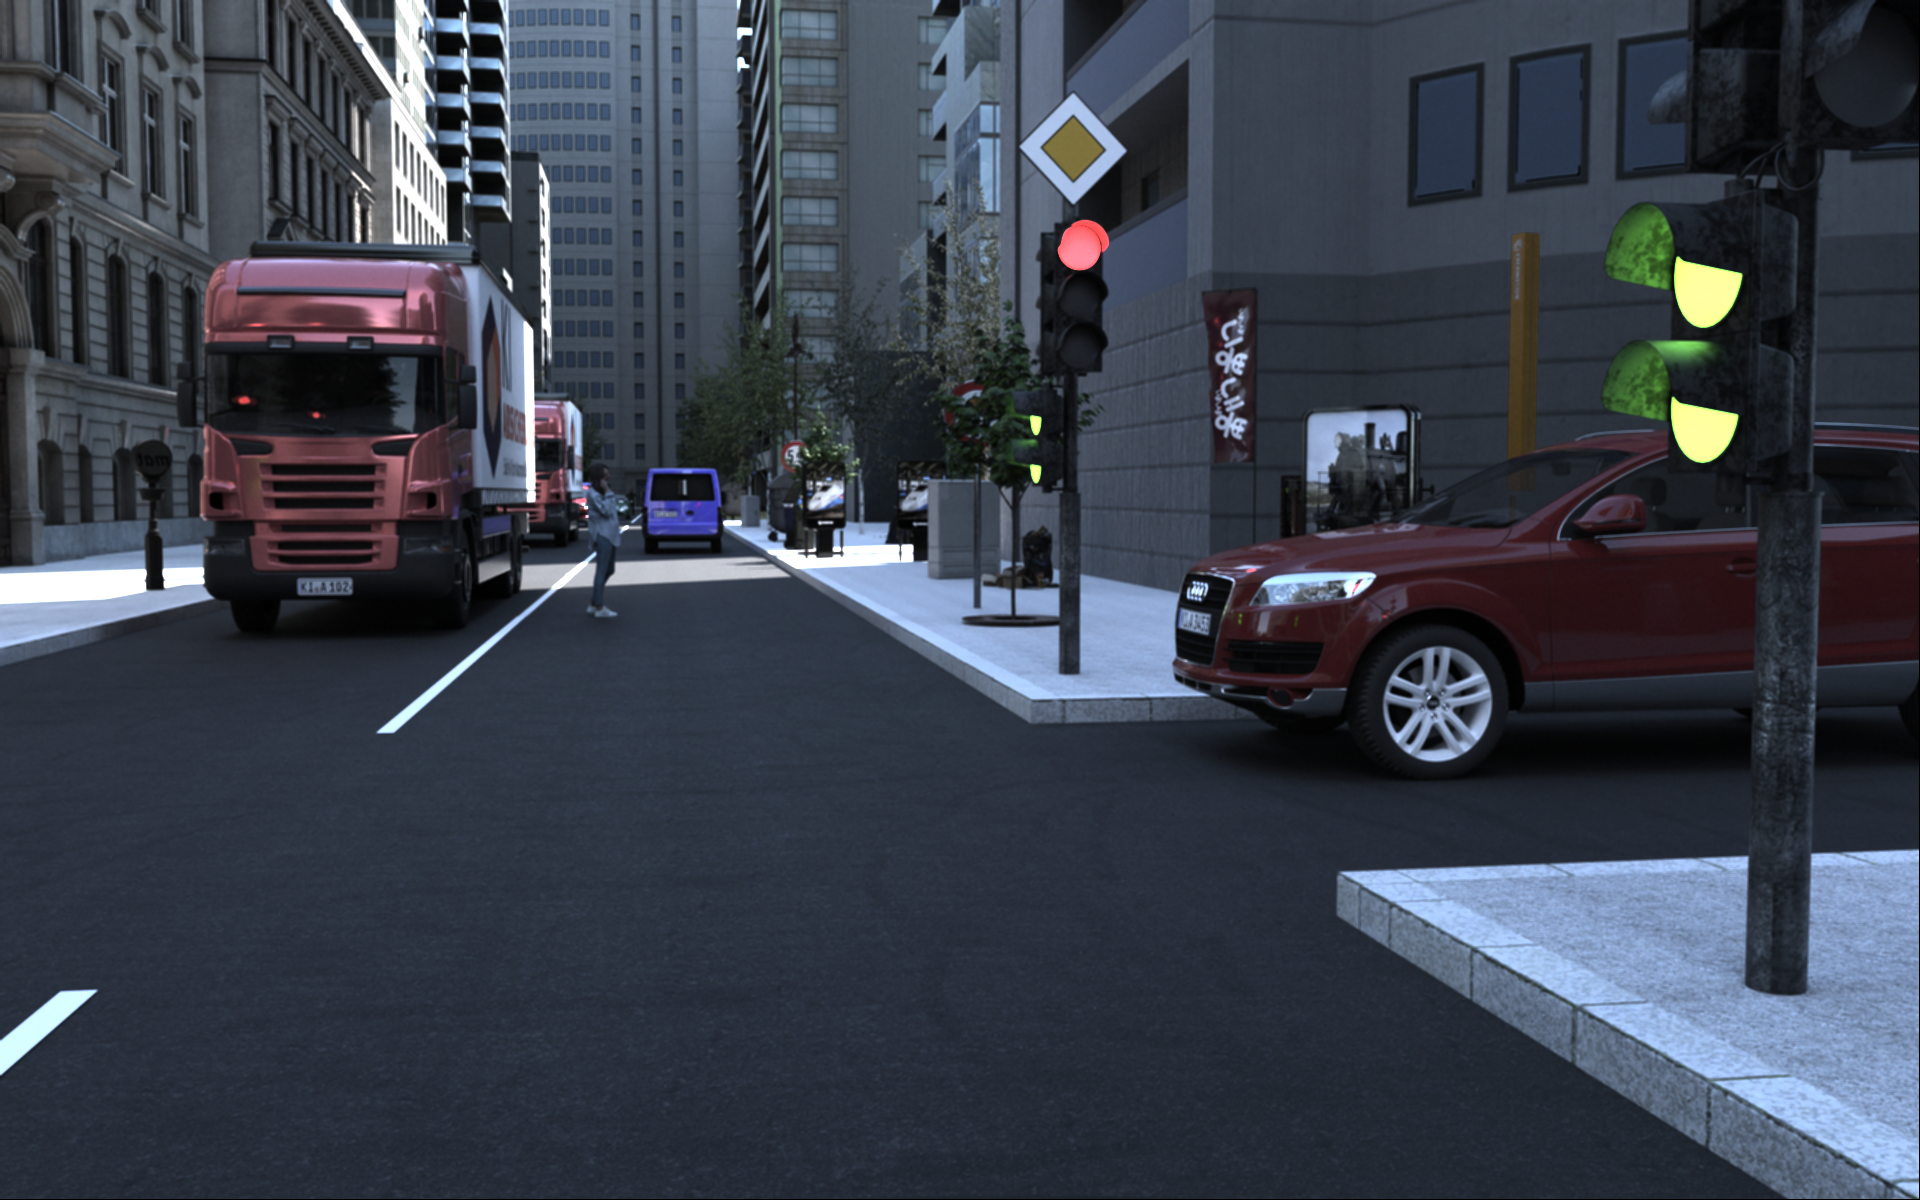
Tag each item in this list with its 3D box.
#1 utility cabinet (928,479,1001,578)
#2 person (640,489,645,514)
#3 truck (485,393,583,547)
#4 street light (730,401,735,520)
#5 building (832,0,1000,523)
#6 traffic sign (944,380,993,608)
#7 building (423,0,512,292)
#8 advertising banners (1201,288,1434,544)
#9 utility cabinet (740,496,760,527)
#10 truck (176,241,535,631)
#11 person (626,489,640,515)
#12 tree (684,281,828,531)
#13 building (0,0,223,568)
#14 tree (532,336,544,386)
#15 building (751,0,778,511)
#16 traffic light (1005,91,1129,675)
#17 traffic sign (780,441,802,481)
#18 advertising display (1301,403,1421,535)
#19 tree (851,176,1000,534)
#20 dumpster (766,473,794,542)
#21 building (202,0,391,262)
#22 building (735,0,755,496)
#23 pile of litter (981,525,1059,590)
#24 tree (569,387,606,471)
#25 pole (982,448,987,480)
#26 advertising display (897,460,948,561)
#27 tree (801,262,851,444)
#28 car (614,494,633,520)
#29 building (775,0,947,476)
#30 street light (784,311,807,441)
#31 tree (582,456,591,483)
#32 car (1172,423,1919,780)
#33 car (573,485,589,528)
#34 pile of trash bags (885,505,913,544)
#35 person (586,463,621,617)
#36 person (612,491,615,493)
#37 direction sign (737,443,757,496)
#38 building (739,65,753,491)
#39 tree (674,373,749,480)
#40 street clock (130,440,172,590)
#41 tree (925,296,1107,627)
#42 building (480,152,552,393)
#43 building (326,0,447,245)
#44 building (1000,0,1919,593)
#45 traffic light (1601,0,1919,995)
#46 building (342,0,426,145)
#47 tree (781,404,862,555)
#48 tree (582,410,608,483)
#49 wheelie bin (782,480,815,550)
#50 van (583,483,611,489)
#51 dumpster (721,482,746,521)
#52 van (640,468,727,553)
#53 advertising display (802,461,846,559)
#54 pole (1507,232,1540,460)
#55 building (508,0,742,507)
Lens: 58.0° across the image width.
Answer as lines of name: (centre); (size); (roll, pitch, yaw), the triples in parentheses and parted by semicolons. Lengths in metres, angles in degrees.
utility cabinet: (0.076, -1.088, 26.462); (1.173, 1.500, 0.318); (-3, 4, -37)
person: (-22.140, -6.882, 121.534); (0.721, 1.766, 1.217); (-1, 4, -19)
truck: (-12.413, -3.747, 50.178); (2.839, 4.237, 11.283); (-1, 4, -10)
street light: (-11.295, -6.920, 85.922); (0.468, 5.910, 1.993); (-1, 4, -10)
building: (7.099, -46.446, 72.056); (22.319, 86.520, 31.000); (-1, 4, -10)
traffic sign: (0.196, -1.181, 19.419); (0.768, 2.556, 0.104); (0, 4, -7)
building: (-42.129, -49.420, 120.695); (22.319, 86.520, 31.000); (-1, 4, -10)
advertising banners: (2.935, -1.117, 14.451); (2.074, 3.025, 0.090); (2, 4, 35)
utility cabinet: (-8.132, -3.432, 67.269); (0.306, 1.237, 1.020); (2, 4, 24)
truck: (-6.995, -2.002, 21.640); (2.839, 4.237, 11.283); (-1, 4, -9)
person: (-22.273, -6.648, 117.332); (1.348, 1.807, 0.705); (0, 4, 3)
tree: (-6.661, -6.742, 60.594); (4.737, 8.622, 4.395); (0, 3, 0)
building: (-22.012, -12.782, 28.067); (14.460, 24.649, 34.723); (-1, 4, -10)
tree: (-18.672, -7.235, 68.651); (4.360, 8.622, 3.978); (0, 3, 0)
building: (-3.229, -30.399, 120.727); (21.300, 48.544, 21.600); (-1, 4, -10)
traffic light: (0.763, -1.427, 12.258); (0.839, 4.253, 0.868); (-1, 4, -10)
traffic sign: (-3.910, -2.530, 41.464); (0.768, 2.556, 0.104); (0, 4, -2)
advertising display: (2.913, -0.456, 12.671); (0.123, 1.923, 0.974); (-3, 5, -40)
tree: (0.525, -5.464, 39.703); (4.360, 8.622, 3.978); (0, 3, 0)
dumpster: (-4.596, -2.535, 47.208); (1.264, 1.857, 1.865); (-1, 4, -10)
building: (-24.997, -11.658, 55.242); (10.561, 19.102, 19.286); (-1, 4, -10)
building: (-7.444, -30.063, 146.156); (22.147, 44.769, 28.867); (-1, 4, -10)
pile of litter: (0.830, -0.615, 24.015); (1.176, 0.858, 1.719); (1, 4, 13)
tree: (-26.967, -10.374, 119.984); (4.737, 8.622, 4.395); (0, 3, 0)
pole: (0.761, -3.674, 53.908); (0.158, 3.312, 0.155); (0, 3, 0)
advertising display: (-0.717, -1.703, 33.058); (0.974, 1.923, 0.123); (1, 4, 8)
tree: (-3.075, -6.381, 54.692); (4.360, 8.622, 3.978); (0, 3, 0)
car: (-19.677, -5.310, 98.610); (2.131, 1.459, 4.920); (-1, 4, -10)
building: (-3.997, -25.631, 102.668); (14.154, 41.232, 14.086); (-1, 4, -10)
street light: (-4.167, -4.354, 43.968); (0.468, 5.910, 1.993); (-1, 4, -10)
tree: (-28.540, -8.766, 127.033); (4.285, 4.588, 4.351); (0, 3, 0)
car: (3.838, -0.072, 9.854); (5.304, 1.827, 2.281); (-1, 4, -10)
car: (-16.740, -4.034, 74.637); (2.281, 1.827, 5.304); (-1, 4, -8)
pile of trash bags: (-0.292, -2.172, 45.265); (1.912, 1.369, 3.447); (3, 4, 37)
person: (-4.193, -0.700, 20.217); (0.793, 1.790, 0.793); (-2, 4, -32)
person: (-28.833, -8.224, 143.902); (0.756, 1.711, 0.436); (2, 4, 24)
direction sign: (-9.411, -5.171, 76.538); (0.876, 3.537, 0.379); (1, 4, 10)
building: (-15.845, -32.401, 179.859); (14.200, 45.320, 14.600); (-1, 4, -10)
tree: (-23.174, -14.983, 163.092); (7.486, 12.596, 7.792); (0, 3, 0)
street clock: (-10.797, -1.137, 23.166); (0.471, 2.002, 0.358); (-3, 5, -44)
tree: (0.407, -1.380, 17.160); (1.663, 3.219, 1.824); (0, 3, 0)
building: (-42.292, -23.017, 148.035); (14.107, 30.474, 14.160); (-1, 4, -10)
building: (-28.205, -13.396, 73.781); (10.420, 20.320, 16.860); (-1, 4, -10)
building: (16.095, -29.612, 26.151); (28.212, 58.520, 21.231); (-1, 4, -10)
traffic light: (2.103, -0.946, 4.386); (0.839, 4.253, 0.868); (-1, 4, -10)
building: (-42.423, -24.579, 93.751); (32.217, 40.220, 23.993); (-1, 4, -10)
tree: (-3.096, -2.587, 36.895); (1.663, 3.219, 1.824); (0, 3, 0)
tree: (-32.995, -12.314, 151.692); (4.360, 8.622, 3.978); (0, 3, 0)
wheelie bin: (-3.671, -1.953, 39.839); (0.693, 1.594, 0.980); (-2, 4, -31)
van: (-19.215, -5.270, 90.545); (2.240, 2.365, 5.245); (-1, 4, -9)
dumpster: (-10.806, -4.721, 82.951); (1.264, 1.857, 1.865); (-1, 4, -10)
van: (-6.973, -2.403, 43.681); (2.240, 2.365, 5.245); (-1, 4, -9)
advertising display: (-2.709, -1.795, 34.564); (0.974, 1.923, 0.123); (-3, 4, -39)
pole: (4.429, -1.212, 13.661); (0.158, 3.312, 0.155); (0, 3, 0)
building: (-37.390, -39.001, 179.666); (28.212, 58.520, 21.231); (-1, 4, -10)
